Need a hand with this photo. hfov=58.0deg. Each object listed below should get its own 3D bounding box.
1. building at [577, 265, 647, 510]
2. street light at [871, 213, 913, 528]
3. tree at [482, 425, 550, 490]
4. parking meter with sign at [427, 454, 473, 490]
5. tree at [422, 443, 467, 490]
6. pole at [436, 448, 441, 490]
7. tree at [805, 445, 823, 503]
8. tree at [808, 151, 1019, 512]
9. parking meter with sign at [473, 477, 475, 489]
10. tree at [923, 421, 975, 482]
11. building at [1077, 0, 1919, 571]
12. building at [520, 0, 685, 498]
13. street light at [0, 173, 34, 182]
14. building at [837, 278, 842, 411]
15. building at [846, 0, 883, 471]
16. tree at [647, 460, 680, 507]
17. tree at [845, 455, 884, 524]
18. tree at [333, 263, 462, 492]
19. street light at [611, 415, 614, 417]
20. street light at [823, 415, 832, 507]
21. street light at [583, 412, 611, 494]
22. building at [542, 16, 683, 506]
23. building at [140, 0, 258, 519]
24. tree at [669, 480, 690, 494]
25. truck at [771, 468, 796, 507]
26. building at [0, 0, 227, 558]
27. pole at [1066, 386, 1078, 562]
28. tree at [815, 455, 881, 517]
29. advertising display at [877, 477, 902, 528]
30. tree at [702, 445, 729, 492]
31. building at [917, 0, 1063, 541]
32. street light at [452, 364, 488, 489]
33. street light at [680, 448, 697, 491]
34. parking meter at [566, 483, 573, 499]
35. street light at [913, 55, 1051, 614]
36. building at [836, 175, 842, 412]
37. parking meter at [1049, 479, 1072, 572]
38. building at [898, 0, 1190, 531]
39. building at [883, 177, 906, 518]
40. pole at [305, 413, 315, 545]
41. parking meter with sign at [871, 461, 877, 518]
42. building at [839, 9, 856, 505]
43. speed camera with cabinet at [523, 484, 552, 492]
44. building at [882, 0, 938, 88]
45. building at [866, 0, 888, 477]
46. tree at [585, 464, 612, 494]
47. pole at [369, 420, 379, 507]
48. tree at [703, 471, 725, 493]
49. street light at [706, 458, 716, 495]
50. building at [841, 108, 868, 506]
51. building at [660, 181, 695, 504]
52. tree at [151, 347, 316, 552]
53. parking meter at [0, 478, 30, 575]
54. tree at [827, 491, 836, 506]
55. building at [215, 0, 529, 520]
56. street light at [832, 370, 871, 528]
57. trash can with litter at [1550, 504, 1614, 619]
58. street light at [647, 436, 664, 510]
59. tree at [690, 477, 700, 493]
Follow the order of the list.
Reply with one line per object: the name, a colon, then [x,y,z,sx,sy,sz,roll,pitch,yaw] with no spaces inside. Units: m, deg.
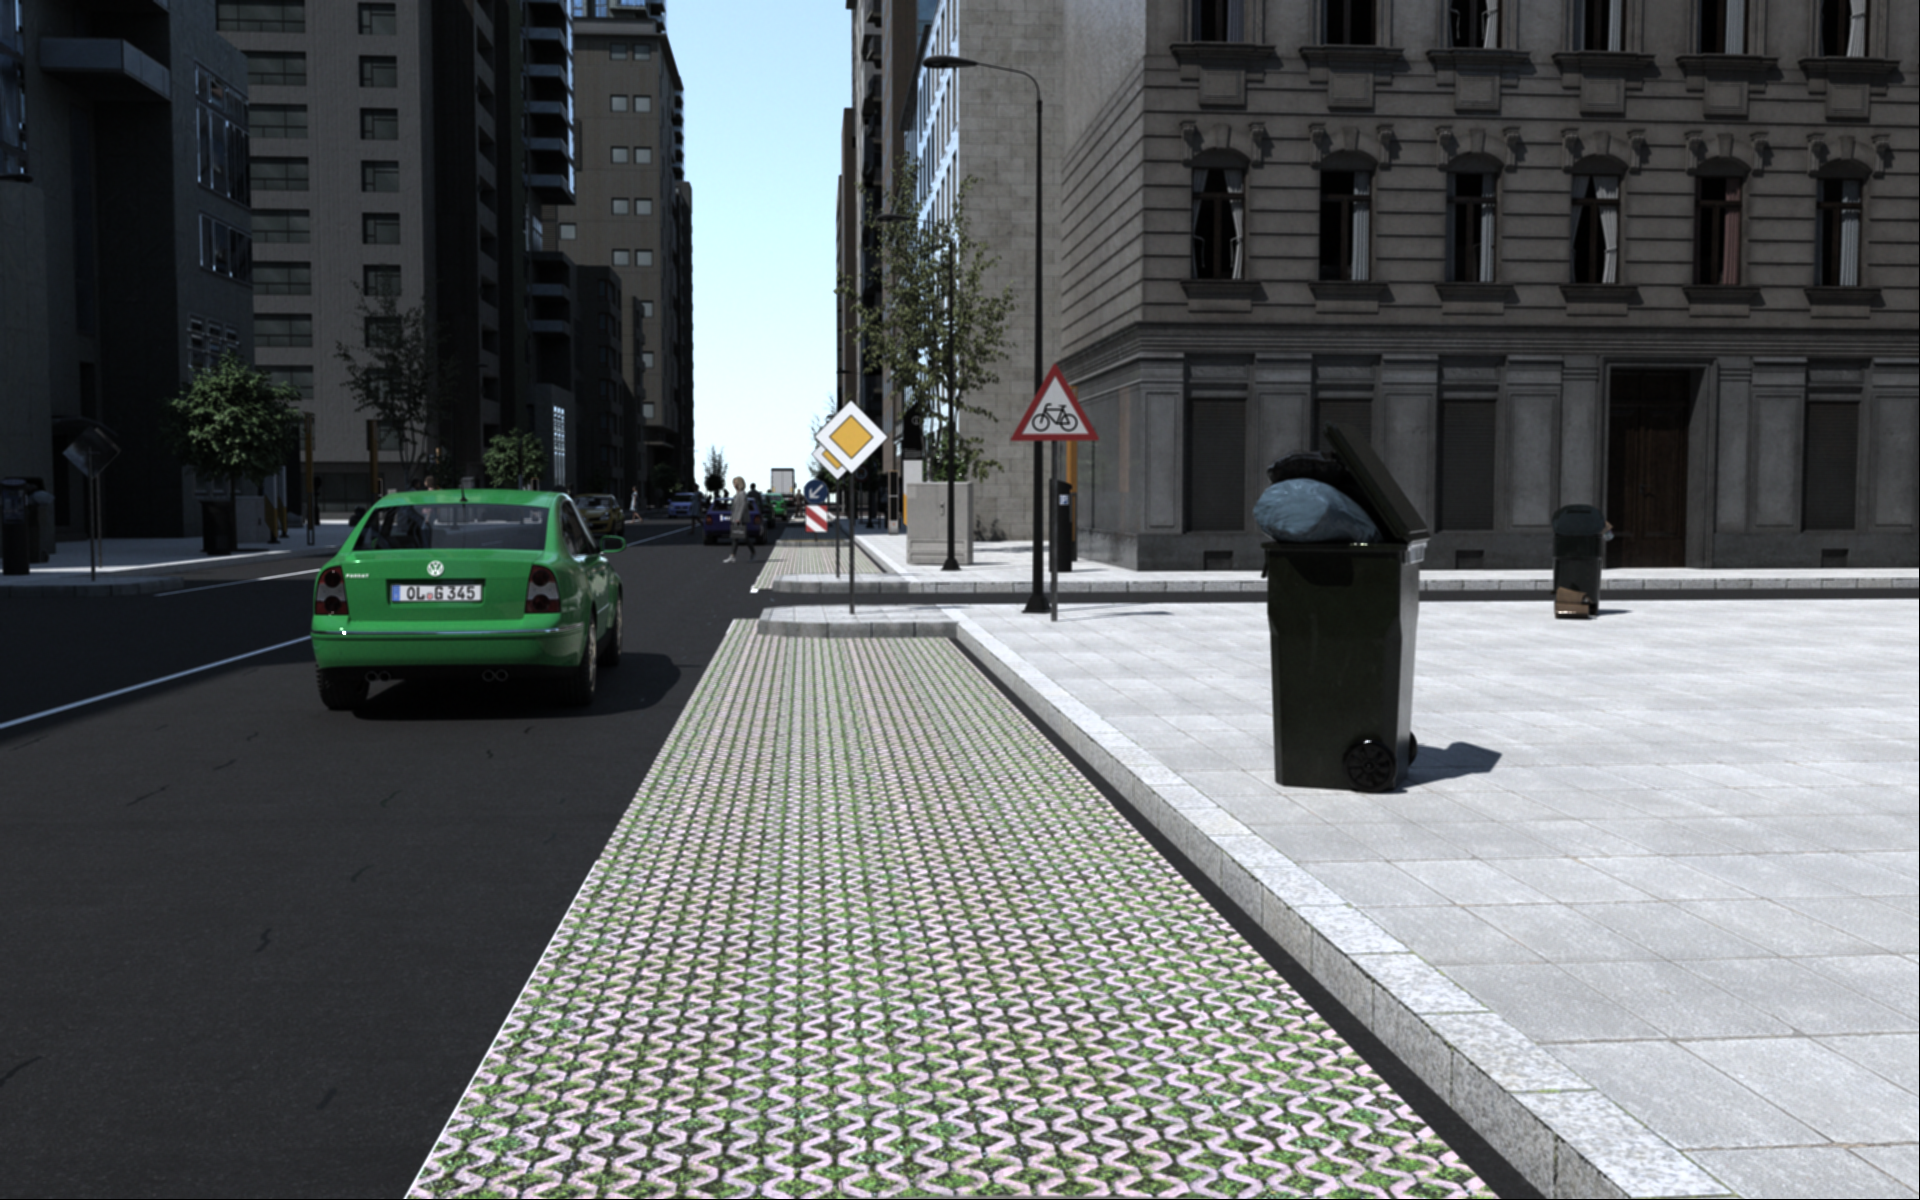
building: [-41.554,-18.319,144.557,27.650,21.520,28.899,0,4,-5]
street light: [-0.689,-3.447,28.892,1.470,5.913,1.316,0,4,-5]
tree: [-21.105,-6.047,82.576,4.285,4.588,4.351,0,3,0]
parking meter with sign: [-22.377,-4.867,75.835,1.738,3.016,0.543,1,4,12]
tree: [-19.795,-4.398,66.503,1.663,3.219,1.824,0,3,0]
pole: [-23.147,-5.086,77.001,0.158,3.312,0.155,0,3,0]
tree: [-20.441,-18.578,254.105,4.360,8.622,3.978,0,3,0]
tree: [-0.635,-5.316,37.277,4.737,8.622,4.395,0,3,0]
parking meter with sign: [-22.513,-5.058,78.951,1.738,3.016,0.543,0,4,-2]
tree: [-0.298,-3.117,45.564,1.663,3.219,1.824,0,3,0]
building: [11.405,-11.276,33.515,18.267,20.994,9.793,0,4,-5]
building: [-48.236,-56.737,240.321,22.319,86.520,31.000,0,4,-5]
street light: [-14.106,-3.219,25.170,1.470,5.913,1.316,0,4,-5]
building: [-9.468,-28.194,232.674,14.160,30.474,14.107,0,4,-5]
building: [4.095,-35.038,162.110,28.713,52.752,27.495,0,4,-5]
tree: [-28.756,-11.265,167.897,4.285,4.588,4.351,0,3,0]
tree: [-3.971,-4.974,75.929,1.663,3.219,1.824,0,3,0]
tree: [-17.592,-6.395,54.914,4.360,8.622,3.978,0,3,0]
street light: [-20.958,-7.883,101.421,1.470,5.913,1.316,0,4,-5]
street light: [-7.385,-8.052,104.198,1.470,5.913,1.316,0,4,-5]
street light: [-20.743,-7.673,97.994,1.470,5.913,1.316,0,4,-5]
building: [-46.504,-37.155,196.727,28.713,52.752,27.495,0,4,-5]
building: [-36.282,-48.952,113.031,22.319,86.520,31.000,0,4,-5]
tree: [-28.115,-10.833,171.724,1.663,3.219,1.824,0,3,0]
truck: [-19.746,-12.515,193.538,2.839,4.237,11.283,0,4,-5]
building: [-30.959,-44.393,38.501,22.319,86.520,31.000,0,4,-5]
pole: [2.119,-2.384,32.820,0.158,3.312,0.155,0,3,0]
tree: [-6.128,-6.991,98.015,4.285,4.588,4.351,0,3,0]
advertising display: [-2.638,-3.645,64.817,0.974,1.923,0.123,-2,4,-31]
tree: [-35.377,-18.434,251.752,4.737,8.622,4.395,0,3,0]
building: [4.389,-12.283,55.572,10.420,20.320,16.860,0,4,-5]
street light: [-17.506,-5.457,61.760,1.470,5.913,1.316,0,4,-5]
street light: [-27.595,-12.361,174.648,1.470,5.913,1.316,0,4,-5]
parking meter: [-20.524,-5.222,91.090,0.255,1.863,0.399,1,4,15]
street light: [0.305,-2.814,18.550,1.470,5.913,1.316,0,4,-5]
building: [-6.960,-38.320,250.238,21.300,48.544,21.600,0,4,-5]
parking meter: [1.652,-1.226,28.457,0.372,1.533,0.369,0,3,0]
building: [2.762,-13.730,73.642,9.793,20.994,18.267,0,4,-5]
building: [1.636,-13.932,92.415,10.561,19.102,19.286,0,4,-5]
pole: [-16.302,-3.032,43.414,0.158,3.312,0.155,0,3,0]
parking meter with sign: [-4.642,-5.876,92.335,0.543,3.016,1.738,0,3,0]
building: [-5.043,-47.469,214.362,20.563,71.187,20.611,0,4,-5]
speed camera with cabinet: [-21.647,-5.824,89.563,0.660,3.252,2.038,3,4,36]
building: [2.156,-28.271,112.344,14.600,45.320,14.200,0,4,-5]
building: [4.075,-29.326,134.111,22.147,44.769,28.867,0,4,-5]
tree: [-23.129,-7.070,110.191,1.663,3.219,1.824,0,3,0]
pole: [-16.247,-3.315,48.037,0.158,3.312,0.155,0,3,0]
tree: [-34.110,-15.670,239.925,4.285,4.588,4.351,0,3,0]
street light: [-31.792,-15.197,221.012,1.470,5.913,1.316,0,4,-5]
building: [-6.395,-33.485,197.589,14.600,45.320,14.200,0,4,-5]
building: [-41.317,-32.784,219.612,14.154,41.232,14.086,0,4,-5]
tree: [-16.230,-3.372,38.847,4.285,4.588,4.351,0,3,0]
parking meter: [-14.978,-1.164,27.443,0.372,1.533,0.369,0,3,0]
tree: [-14.057,-11.959,190.122,1.663,3.219,1.824,0,3,0]
building: [-31.114,-19.552,91.376,14.160,30.474,14.107,0,4,-5]
street light: [-3.940,-5.663,65.125,1.470,5.913,1.316,0,4,-5]
trash can with litter: [6.502,-0.411,18.110,0.624,1.170,1.055,1,4,20]
street light: [-24.332,-10.145,138.417,1.470,5.913,1.316,0,4,-5]
tree: [-29.776,-12.178,193.709,1.663,3.219,1.824,0,3,0]
